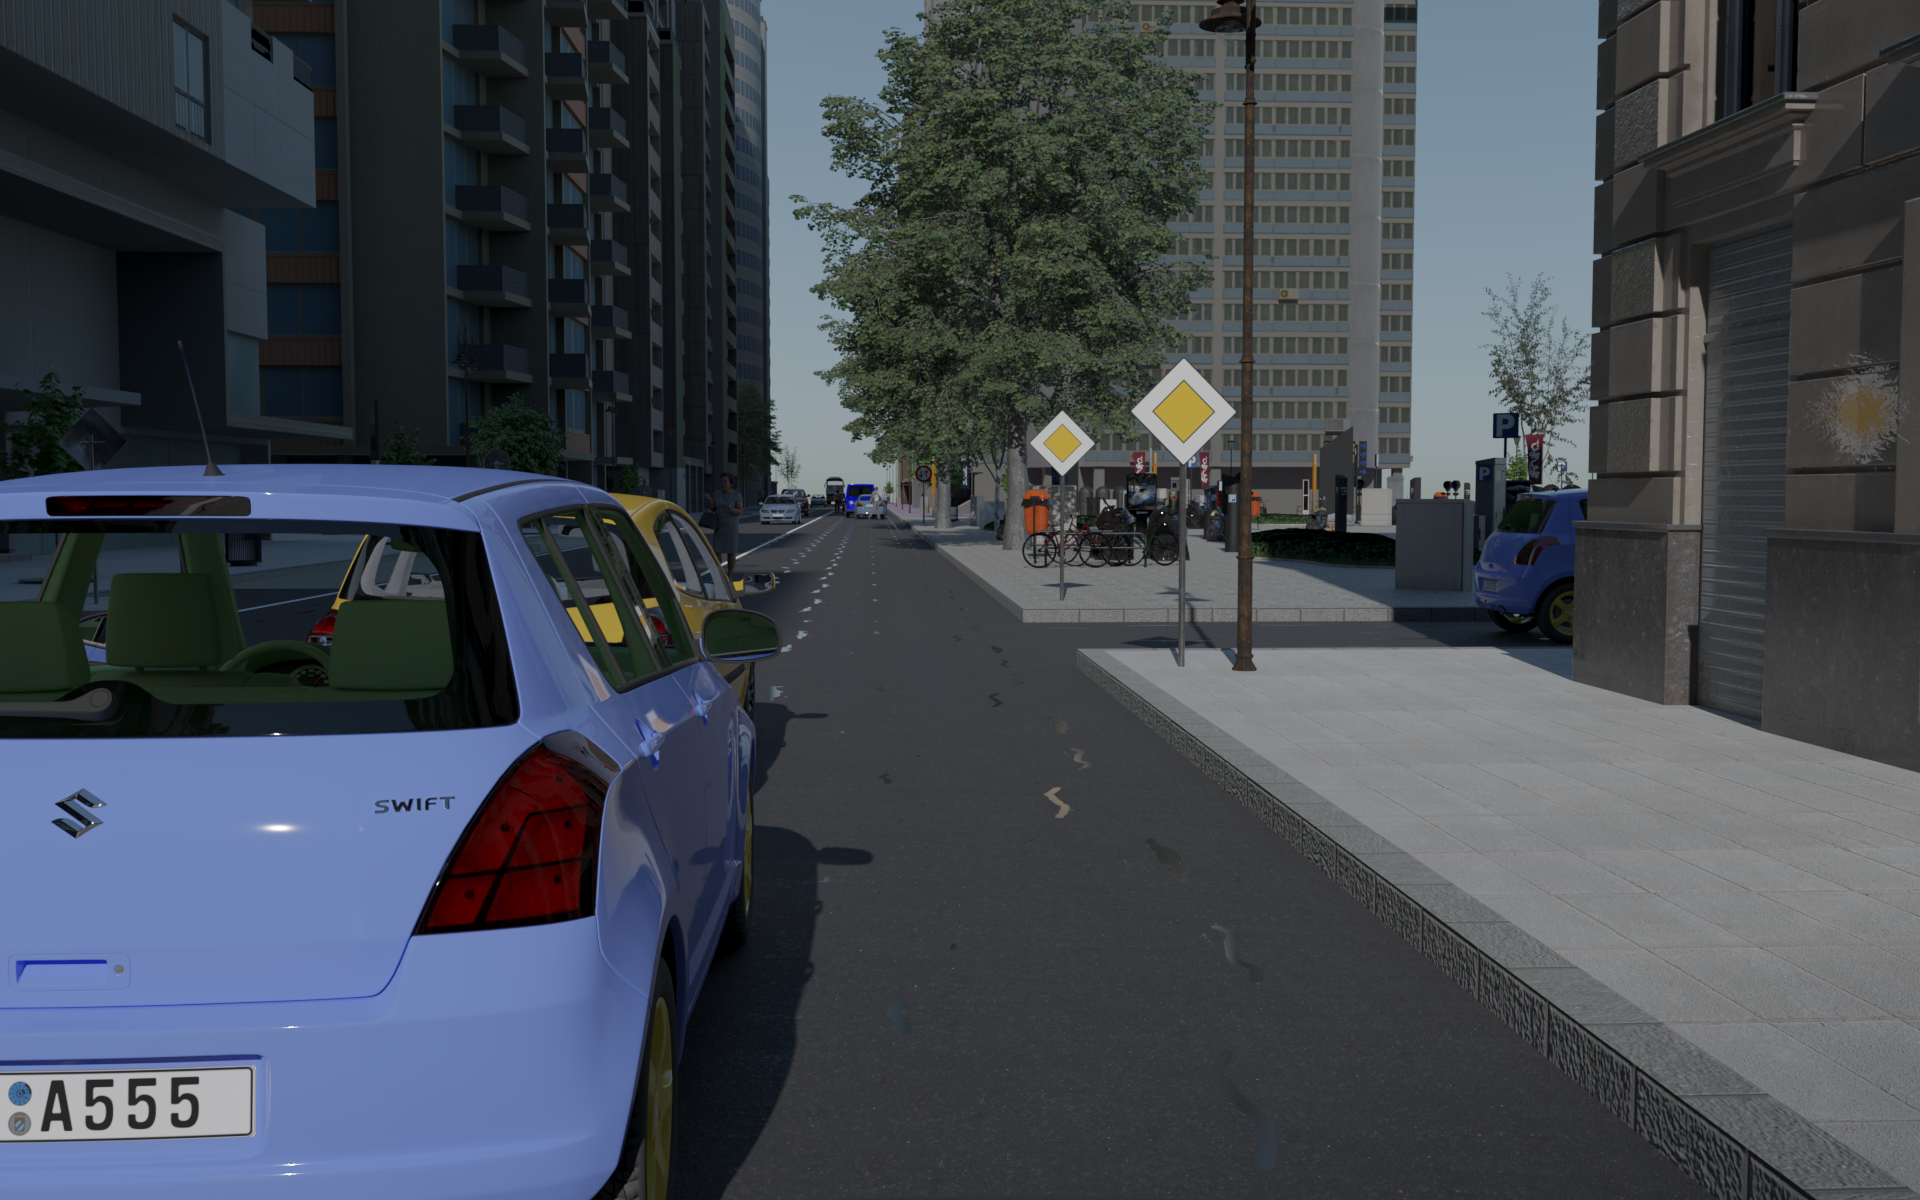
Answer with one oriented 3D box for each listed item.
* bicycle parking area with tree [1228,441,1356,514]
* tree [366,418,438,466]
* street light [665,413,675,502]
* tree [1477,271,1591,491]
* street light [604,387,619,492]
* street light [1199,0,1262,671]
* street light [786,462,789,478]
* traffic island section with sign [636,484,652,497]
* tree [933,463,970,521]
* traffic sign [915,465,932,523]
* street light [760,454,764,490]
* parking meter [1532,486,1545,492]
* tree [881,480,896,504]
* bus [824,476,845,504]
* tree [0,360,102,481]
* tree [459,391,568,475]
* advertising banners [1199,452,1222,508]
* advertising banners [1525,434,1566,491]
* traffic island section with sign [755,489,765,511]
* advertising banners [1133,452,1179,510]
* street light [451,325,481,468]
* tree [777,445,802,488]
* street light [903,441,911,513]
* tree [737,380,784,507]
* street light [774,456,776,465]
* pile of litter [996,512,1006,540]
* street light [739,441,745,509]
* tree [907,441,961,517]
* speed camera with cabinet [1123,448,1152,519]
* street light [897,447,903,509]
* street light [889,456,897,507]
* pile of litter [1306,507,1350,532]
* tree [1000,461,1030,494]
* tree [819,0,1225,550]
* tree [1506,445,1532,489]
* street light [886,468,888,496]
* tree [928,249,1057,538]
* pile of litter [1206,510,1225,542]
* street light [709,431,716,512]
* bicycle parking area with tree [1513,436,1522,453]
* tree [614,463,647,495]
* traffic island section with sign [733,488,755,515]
[{"bbox_3d":[17.210,-6.511,93.451,8.231,4.147,9.016,1,4,11],"label":"bicycle parking area with tree"},{"bbox_3d":[-14.314,-3.029,44.124,1.663,3.219,1.824,0,3,0],"label":"tree"},{"bbox_3d":[-16.201,-7.594,96.953,0.468,5.910,1.993,0,4,-3],"label":"street light"},{"bbox_3d":[18.974,-6.526,57.055,4.360,8.622,3.978,0,3,0],"label":"tree"},{"bbox_3d":[-15.021,-6.250,74.969,0.468,5.910,1.993,0,4,-3],"label":"street light"},{"bbox_3d":[2.070,-2.425,12.433,0.468,5.910,1.993,0,4,-3],"label":"street light"},{"bbox_3d":[-23.323,-16.010,234.548,0.468,5.910,1.993,0,4,-3],"label":"street light"},{"bbox_3d":[-12.743,-3.745,69.851,1.989,1.847,2.006,0,4,-3],"label":"traffic island section with sign"},{"bbox_3d":[-0.620,-5.457,83.827,1.663,3.219,1.824,0,3,0],"label":"tree"},{"bbox_3d":[-1.589,-4.651,76.147,0.768,2.556,0.104,0,4,5],"label":"traffic sign"},{"bbox_3d":[-20.538,-12.675,180.028,0.468,5.910,1.993,0,4,-3],"label":"street light"},{"bbox_3d":[17.638,-2.716,52.818,0.372,1.533,0.369,0,3,0],"label":"parking meter"},{"bbox_3d":[-10.282,-15.718,251.595,1.663,3.219,1.824,0,3,0],"label":"tree"},{"bbox_3d":[-17.734,-15.542,245.653,2.896,3.916,12.252,0,4,-4],"label":"bus"},{"bbox_3d":[-13.038,-1.869,25.159,1.663,3.219,1.824,0,3,0],"label":"tree"},{"bbox_3d":[-14.176,-4.372,55.191,4.285,4.588,4.351,0,3,0],"label":"tree"},{"bbox_3d":[10.717,-4.615,71.641,2.074,3.025,0.090,3,5,45],"label":"advertising banners"},{"bbox_3d":[17.438,-3.307,50.262,2.074,3.025,0.090,2,4,28],"label":"advertising banners"},{"bbox_3d":[-16.830,-8.470,147.112,1.989,1.847,2.006,0,4,-3],"label":"traffic island section with sign"},{"bbox_3d":[8.118,-4.597,71.355,2.074,3.025,0.090,1,4,22],"label":"advertising banners"},{"bbox_3d":[-13.486,-4.563,47.397,0.468,5.910,1.993,0,4,-3],"label":"street light"},{"bbox_3d":[-24.727,-18.421,251.539,4.360,8.622,3.978,0,3,0],"label":"tree"},{"bbox_3d":[-3.372,-8.775,116.253,0.468,5.910,1.993,0,4,-3],"label":"street light"},{"bbox_3d":[-21.187,-15.489,171.374,7.486,12.596,7.792,0,3,0],"label":"tree"},{"bbox_3d":[-22.002,-14.334,207.143,0.468,5.910,1.993,0,4,-3],"label":"street light"},{"bbox_3d":[1.661,-2.107,48.414,1.176,0.858,1.719,3,5,41],"label":"pile of litter"},{"bbox_3d":[-18.994,-10.933,151.543,0.468,5.910,1.993,0,4,-3],"label":"street light"},{"bbox_3d":[-1.153,-6.919,96.834,4.285,4.588,4.351,0,3,0],"label":"tree"},{"bbox_3d":[7.799,-4.956,75.366,0.660,3.252,2.038,-1,4,-22],"label":"speed camera with cabinet"},{"bbox_3d":[-4.791,-10.469,143.952,0.468,5.910,1.993,0,4,-3],"label":"street light"},{"bbox_3d":[-7.728,-13.884,199.783,0.468,5.910,1.993,0,4,-3],"label":"street light"},{"bbox_3d":[12.179,-2.659,57.439,1.719,0.858,1.176,-1,4,-11],"label":"pile of litter"},{"bbox_3d":[2.660,-5.729,88.273,1.663,3.219,1.824,0,3,0],"label":"tree"},{"bbox_3d":[1.199,-8.126,39.522,9.857,13.997,8.962,0,3,0],"label":"tree"},{"bbox_3d":[21.734,-4.477,67.792,1.663,3.219,1.824,0,3,0],"label":"tree"},{"bbox_3d":[-9.202,-15.564,227.261,0.468,5.910,1.993,0,4,-3],"label":"street light"},{"bbox_3d":[1.048,-6.097,50.045,4.360,8.622,3.978,0,3,0],"label":"tree"},{"bbox_3d":[7.231,-2.019,46.972,1.176,0.858,1.719,2,4,32],"label":"pile of litter"},{"bbox_3d":[-17.692,-9.267,124.310,0.468,5.910,1.993,0,4,-3],"label":"street light"},{"bbox_3d":[29.876,-6.014,85.328,8.231,4.147,9.016,0,4,8],"label":"bicycle parking area with tree"},{"bbox_3d":[-17.914,-6.019,93.008,1.663,3.219,1.824,0,3,0],"label":"tree"},{"bbox_3d":[-15.359,-6.779,119.458,1.989,1.847,2.006,0,4,-3],"label":"traffic island section with sign"}]
